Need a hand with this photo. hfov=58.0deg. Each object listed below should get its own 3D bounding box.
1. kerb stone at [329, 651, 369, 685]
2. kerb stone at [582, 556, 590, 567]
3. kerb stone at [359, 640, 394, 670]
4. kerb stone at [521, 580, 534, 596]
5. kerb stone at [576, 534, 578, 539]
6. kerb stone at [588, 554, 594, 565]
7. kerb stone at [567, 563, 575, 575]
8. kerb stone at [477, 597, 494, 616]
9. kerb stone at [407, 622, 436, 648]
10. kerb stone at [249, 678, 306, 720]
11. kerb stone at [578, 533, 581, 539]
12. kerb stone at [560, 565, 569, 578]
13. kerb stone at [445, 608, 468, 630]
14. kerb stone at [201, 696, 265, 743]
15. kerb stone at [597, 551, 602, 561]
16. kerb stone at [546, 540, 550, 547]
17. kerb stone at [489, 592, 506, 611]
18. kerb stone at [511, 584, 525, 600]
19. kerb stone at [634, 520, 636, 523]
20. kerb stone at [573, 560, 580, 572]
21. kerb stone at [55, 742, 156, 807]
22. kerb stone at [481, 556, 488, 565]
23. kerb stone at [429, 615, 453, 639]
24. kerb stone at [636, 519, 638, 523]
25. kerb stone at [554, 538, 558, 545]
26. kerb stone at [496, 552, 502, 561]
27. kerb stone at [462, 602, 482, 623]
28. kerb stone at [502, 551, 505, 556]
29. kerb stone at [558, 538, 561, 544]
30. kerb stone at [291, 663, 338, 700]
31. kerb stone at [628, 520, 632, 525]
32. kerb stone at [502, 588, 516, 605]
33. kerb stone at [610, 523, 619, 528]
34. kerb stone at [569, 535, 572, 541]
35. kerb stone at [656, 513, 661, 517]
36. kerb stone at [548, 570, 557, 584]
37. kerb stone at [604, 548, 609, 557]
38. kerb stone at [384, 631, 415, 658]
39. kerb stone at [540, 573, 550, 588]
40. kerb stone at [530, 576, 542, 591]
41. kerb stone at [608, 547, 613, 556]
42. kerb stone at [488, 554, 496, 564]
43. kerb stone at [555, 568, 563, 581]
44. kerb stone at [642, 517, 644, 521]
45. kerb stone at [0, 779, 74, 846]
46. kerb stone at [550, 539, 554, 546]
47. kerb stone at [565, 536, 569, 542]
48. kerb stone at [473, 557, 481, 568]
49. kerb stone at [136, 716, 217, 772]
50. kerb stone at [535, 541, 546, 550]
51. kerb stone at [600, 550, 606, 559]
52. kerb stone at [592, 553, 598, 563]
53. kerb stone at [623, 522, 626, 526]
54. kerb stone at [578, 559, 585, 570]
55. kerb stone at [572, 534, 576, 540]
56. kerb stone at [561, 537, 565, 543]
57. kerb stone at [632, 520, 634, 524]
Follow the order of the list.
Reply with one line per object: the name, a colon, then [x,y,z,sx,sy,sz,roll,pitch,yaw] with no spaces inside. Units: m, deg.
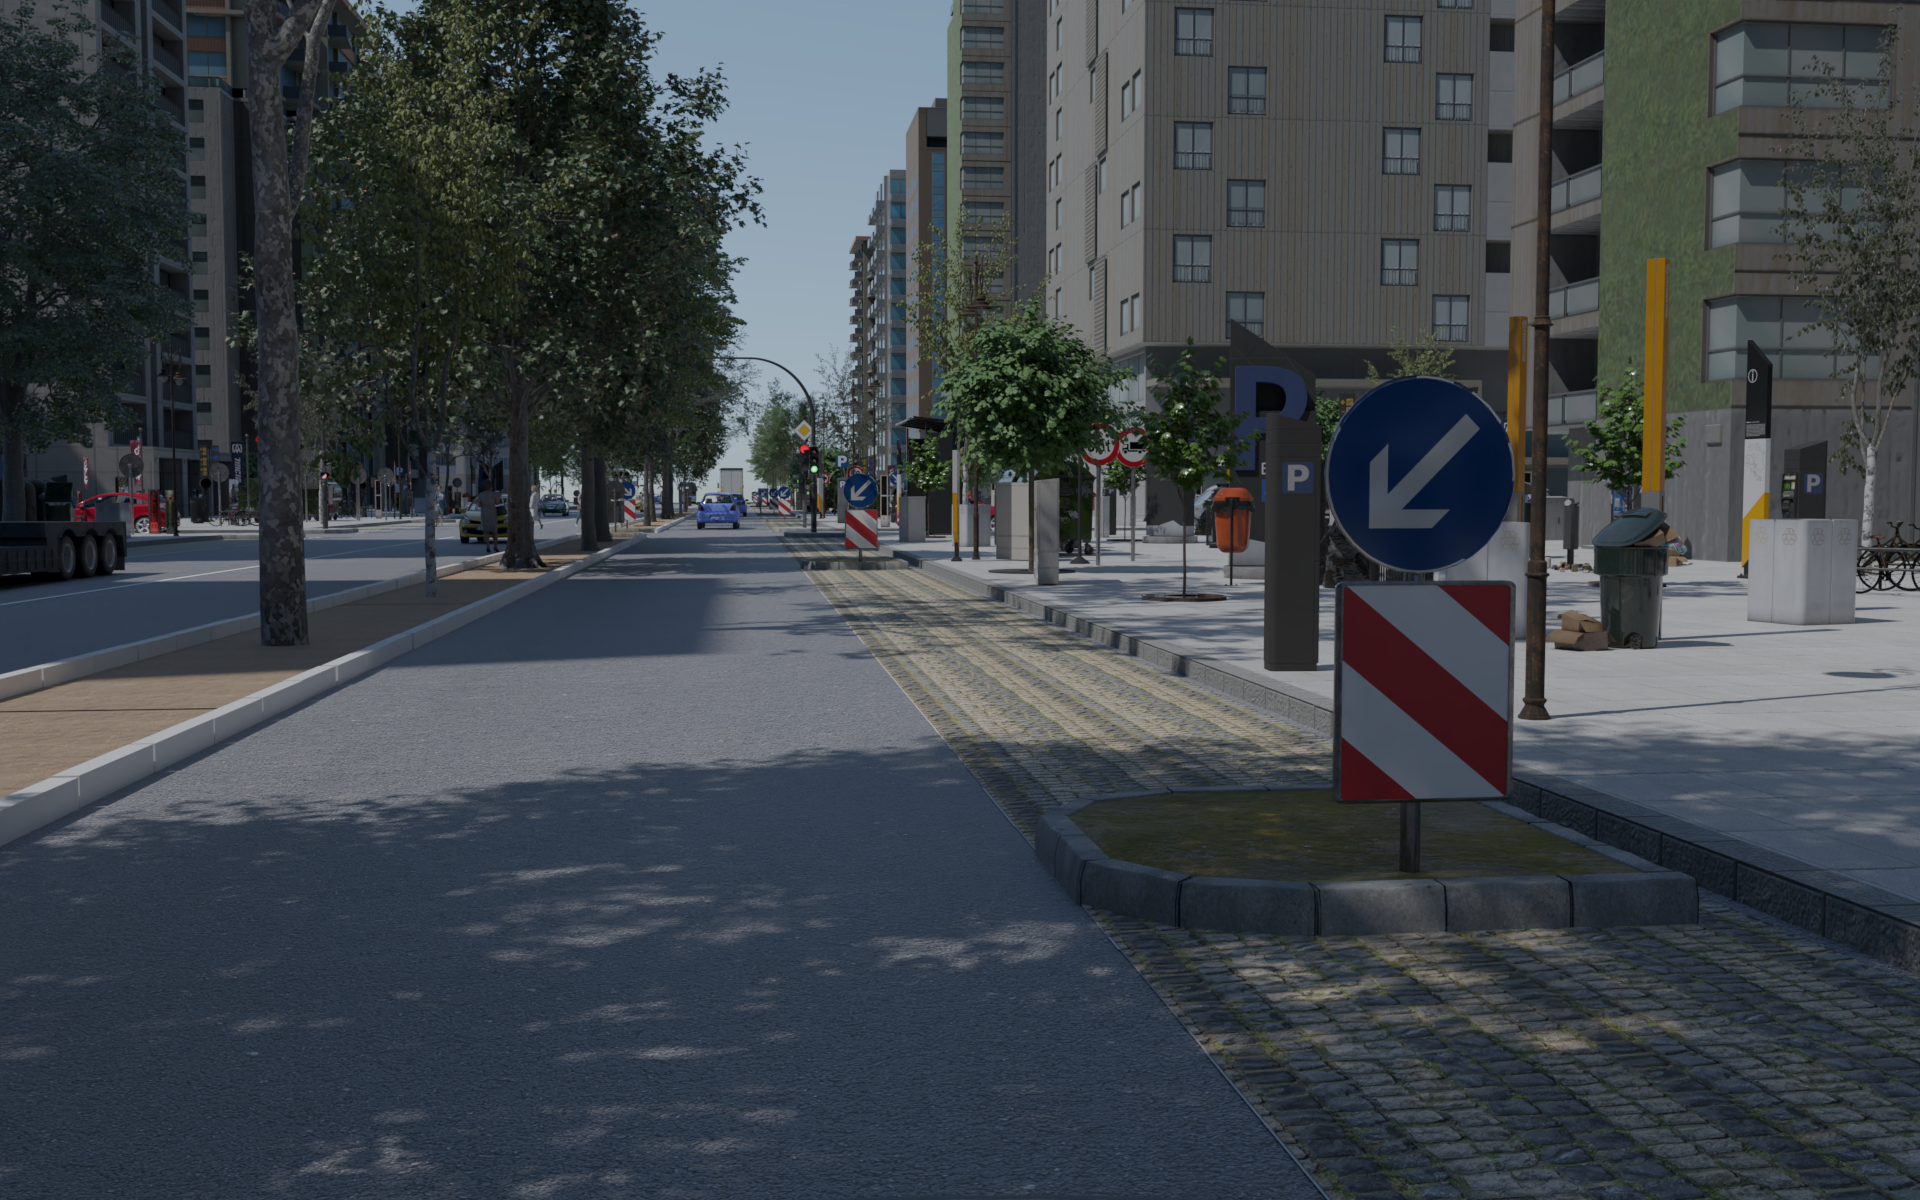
kerb stone: [-4.782,0.534,13.465,0.120,0.150,1.000,0,4,-7]
kerb stone: [-7.381,-0.709,33.802,0.120,0.150,1.000,0,4,-7]
kerb stone: [-4.916,0.477,14.481,0.120,0.150,1.000,0,4,-7]
kerb stone: [-6.214,-0.149,24.632,0.120,0.150,1.000,0,4,-7]
kerb stone: [-12.066,-1.940,53.907,0.120,0.150,1.000,0,4,-7]
kerb stone: [-7.517,-0.772,34.821,0.120,0.150,1.000,0,4,-7]
kerb stone: [-6.992,-0.523,30.752,0.120,0.150,1.000,0,4,-7]
kerb stone: [-5.695,0.099,20.573,0.120,0.150,1.000,0,4,-7]
kerb stone: [-5.170,0.349,16.512,0.120,0.150,1.000,0,4,-7]
kerb stone: [-4.525,0.660,11.430,0.120,0.150,1.000,0,4,-7]
kerb stone: [-12.192,-2.000,54.922,0.120,0.150,1.000,0,4,-7]
kerb stone: [-6.862,-0.457,29.732,0.120,0.150,1.000,0,4,-7]
kerb stone: [-5.431,0.224,18.540,0.120,0.150,1.000,0,4,-7]
kerb stone: [-4.394,0.724,10.416,0.120,0.150,1.000,0,4,-7]
kerb stone: [-7.782,-0.897,36.853,0.120,0.150,1.000,0,4,-7]
kerb stone: [-11.033,-1.442,45.785,0.120,0.150,1.000,0,4,-7]
kerb stone: [-5.819,0.037,21.587,0.120,0.150,1.000,0,4,-7]
kerb stone: [-6.085,-0.087,23.616,0.120,0.150,1.000,0,4,-7]
kerb stone: [-15.888,-3.772,83.871,0.120,0.150,1.000,0,4,-7]
kerb stone: [-7.124,-0.585,31.765,0.120,0.150,1.000,0,4,-7]
kerb stone: [-4.137,0.845,8.387,0.120,0.150,1.000,0,4,-7]
kerb stone: [-9.610,-0.754,34.602,0.120,0.150,1.000,0,4,-7]
kerb stone: [-5.297,0.286,17.526,0.120,0.150,1.000,0,4,-7]
kerb stone: [-16.019,-3.835,84.892,0.120,0.150,1.000,0,4,-7]
kerb stone: [-11.291,-1.567,47.815,0.120,0.150,1.000,0,4,-7]
kerb stone: [-9.863,-0.883,36.634,0.120,0.150,1.000,0,4,-7]
kerb stone: [-5.567,0.162,19.559,0.120,0.150,1.000,0,4,-7]
kerb stone: [-9.989,-0.945,37.654,0.120,0.150,1.000,0,4,-7]
kerb stone: [-11.421,-1.628,48.829,0.120,0.150,1.000,0,4,-7]
kerb stone: [-4.663,0.598,12.443,0.120,0.150,1.000,0,4,-7]
kerb stone: [-15.500,-3.580,80.830,0.120,0.150,1.000,0,4,-7]
kerb stone: [-5.956,-0.022,22.601,0.120,0.150,1.000,0,4,-7]
kerb stone: [-14.334,-3.022,71.688,0.120,0.150,1.000,0,4,-7]
kerb stone: [-11.808,-1.815,51.877,0.120,0.150,1.000,0,4,-7]
kerb stone: [-19.656,-5.579,113.415,0.120,0.150,1.000,0,4,-7]
kerb stone: [-6.606,-0.336,27.693,0.120,0.150,1.000,0,4,-7]
kerb stone: [-8.033,-1.016,38.899,0.120,0.150,1.000,0,4,-7]
kerb stone: [-5.056,0.415,15.494,0.120,0.150,1.000,0,4,-7]
kerb stone: [-6.474,-0.274,26.680,0.120,0.150,1.000,0,4,-7]
kerb stone: [-6.347,-0.212,25.654,0.120,0.150,1.000,0,4,-7]
kerb stone: [-8.162,-1.082,39.913,0.120,0.150,1.000,0,4,-7]
kerb stone: [-9.735,-0.821,35.617,0.120,0.150,1.000,0,4,-7]
kerb stone: [-6.733,-0.398,28.711,0.120,0.150,1.000,0,4,-7]
kerb stone: [-16.661,-4.146,89.986,0.120,0.150,1.000,0,4,-7]
kerb stone: [-4.005,0.912,7.373,0.120,0.150,1.000,0,4,-7]
kerb stone: [-11.153,-1.505,46.802,0.120,0.150,1.000,0,4,-7]
kerb stone: [-11.676,-1.742,50.861,0.120,0.150,1.000,0,4,-7]
kerb stone: [-9.471,-0.697,33.589,0.120,0.150,1.000,0,4,-7]
kerb stone: [-4.264,0.782,9.402,0.120,0.150,1.000,0,4,-7]
kerb stone: [-10.894,-1.381,44.770,0.120,0.150,1.000,0,4,-7]
kerb stone: [-7.901,-0.956,37.885,0.120,0.150,1.000,0,4,-7]
kerb stone: [-7.642,-0.830,35.841,0.120,0.150,1.000,0,4,-7]
kerb stone: [-14.979,-3.335,76.762,0.120,0.150,1.000,0,4,-7]
kerb stone: [-7.252,-0.643,32.788,0.120,0.150,1.000,0,4,-7]
kerb stone: [-11.927,-1.877,52.892,0.120,0.150,1.000,0,4,-7]
kerb stone: [-11.548,-1.689,49.846,0.120,0.150,1.000,0,4,-7]
kerb stone: [-15.629,-3.648,81.844,0.120,0.150,1.000,0,4,-7]
